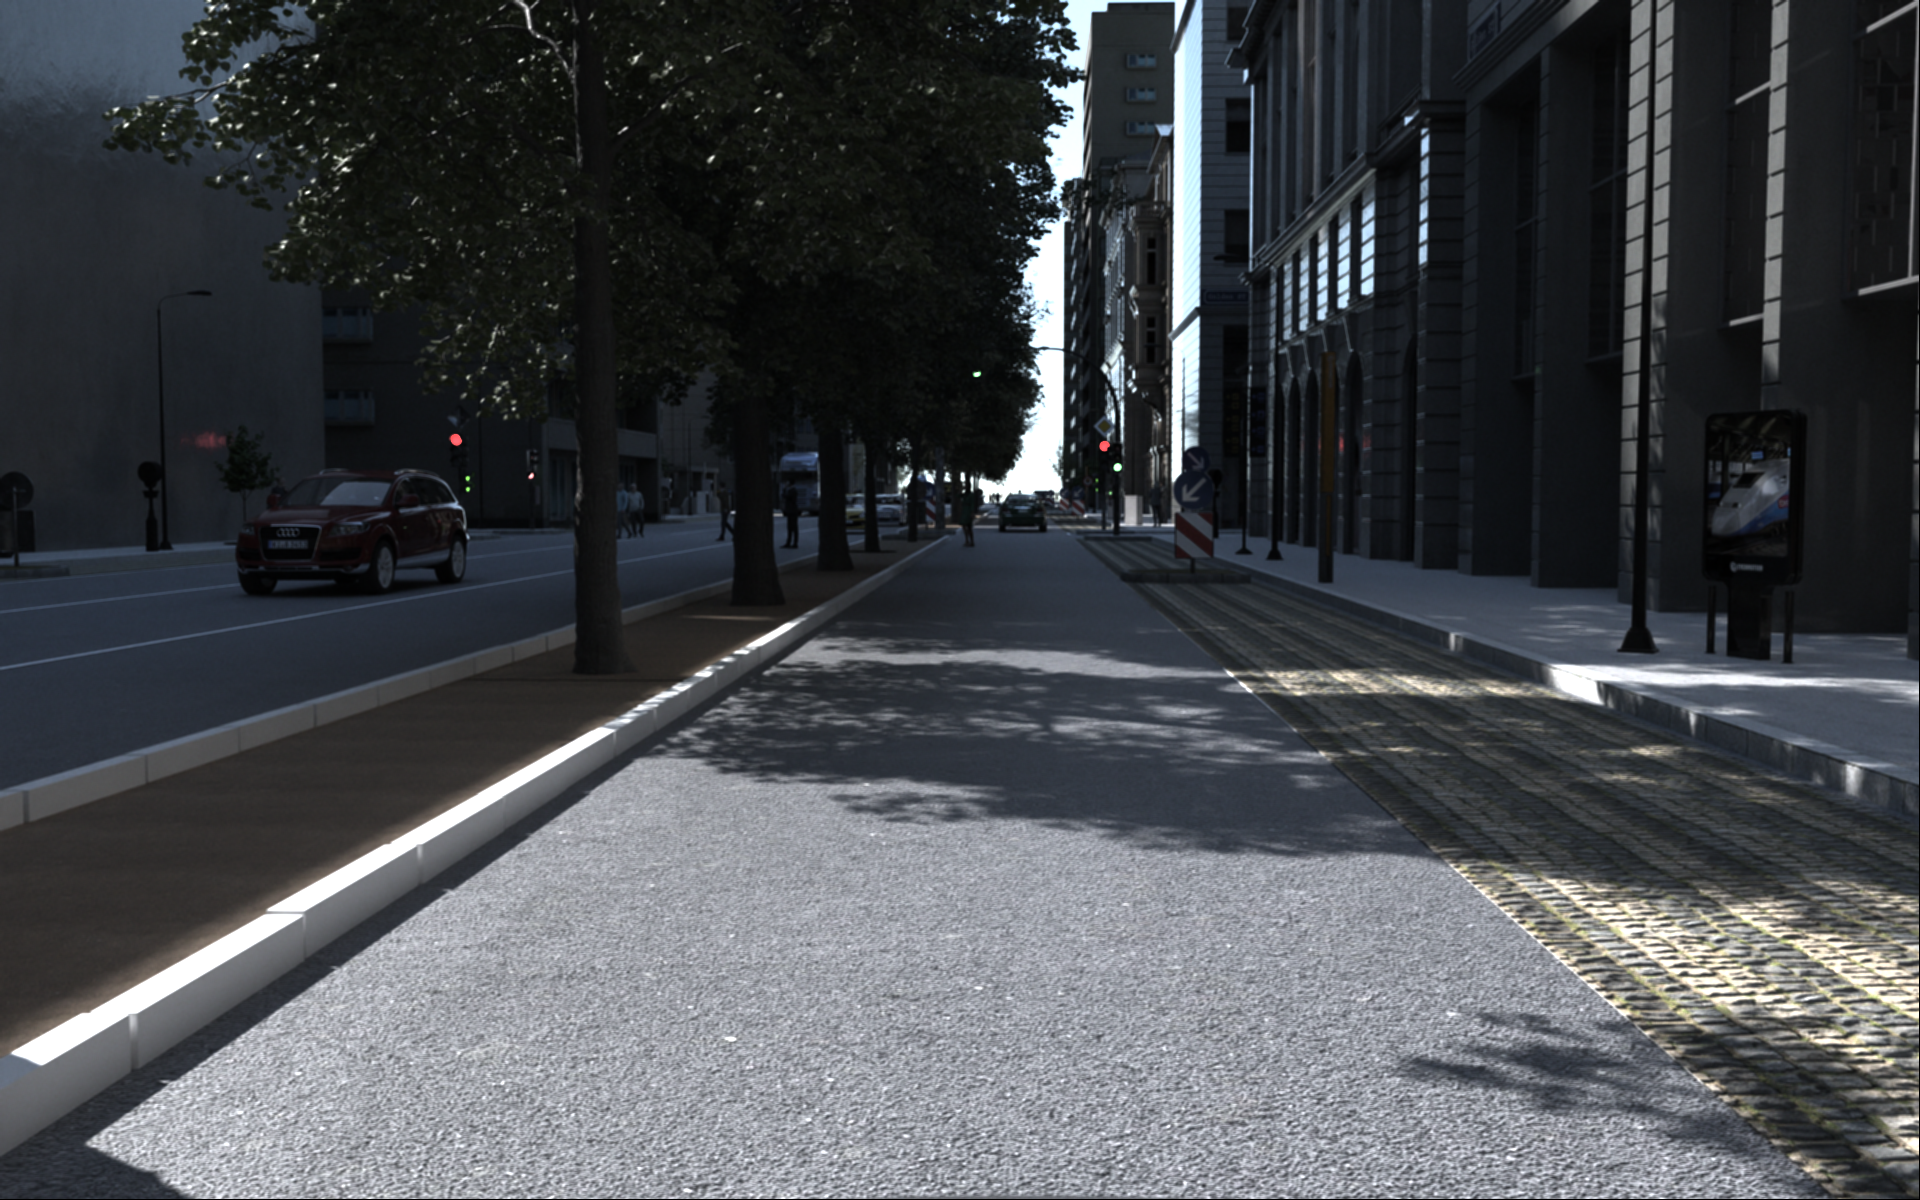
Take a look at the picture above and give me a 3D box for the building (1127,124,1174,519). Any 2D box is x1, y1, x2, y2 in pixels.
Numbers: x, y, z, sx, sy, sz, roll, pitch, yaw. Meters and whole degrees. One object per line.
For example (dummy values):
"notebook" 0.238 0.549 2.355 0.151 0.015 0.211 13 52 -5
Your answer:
"building" 16.407 -16.792 93.638 14.460 24.649 34.723 0 4 2

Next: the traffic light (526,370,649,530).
"traffic light" -13.336 -5.366 62.395 4.771 5.953 1.251 0 4 2

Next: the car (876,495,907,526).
"car" -3.311 -4.063 78.428 2.014 1.417 4.499 0 4 0

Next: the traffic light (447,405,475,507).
"traffic light" -15.712 -4.008 54.454 0.839 4.253 0.868 0 4 2

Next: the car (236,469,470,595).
"car" -9.131 -1.084 26.399 2.281 1.827 5.304 0 4 2

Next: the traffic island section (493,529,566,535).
"traffic island section" -15.469 -2.464 62.570 2.009 0.180 2.903 0 4 2

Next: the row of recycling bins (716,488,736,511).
"row of recycling bins" -16.748 -7.415 128.344 3.534 1.692 1.069 -1 4 -10

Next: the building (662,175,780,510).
"building" -24.595 -44.602 167.495 20.563 71.187 20.611 0 4 2

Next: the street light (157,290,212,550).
"street light" -17.705 -4.099 39.566 1.470 5.913 1.316 0 4 2

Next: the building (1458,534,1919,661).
"building" 12.912 -14.357 12.229 11.434 29.767 29.804 0 4 2

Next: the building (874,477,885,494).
"building" -22.081 -50.449 263.093 20.563 71.187 20.611 0 4 2

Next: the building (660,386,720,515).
"building" -32.507 -25.604 110.511 32.217 40.220 23.993 0 4 2

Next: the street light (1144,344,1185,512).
"street light" 6.360 -4.955 53.559 1.470 5.913 1.316 0 4 2

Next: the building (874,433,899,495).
"building" -17.535 -36.549 281.174 14.154 41.232 14.086 0 4 2

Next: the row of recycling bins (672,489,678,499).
"row of recycling bins" -22.732 -7.571 130.895 3.534 1.692 1.069 -2 4 -33

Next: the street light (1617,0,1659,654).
"street light" 4.984 -2.533 13.953 1.470 5.913 1.316 0 4 2

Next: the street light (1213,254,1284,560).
"street light" 5.593 -3.736 33.619 1.470 5.913 1.316 0 4 2

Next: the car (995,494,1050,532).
"car" 2.413 -3.360 66.741 2.131 1.459 4.920 0 4 2

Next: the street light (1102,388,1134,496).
"street light" 7.037 -6.312 75.743 1.470 5.913 1.316 0 4 2

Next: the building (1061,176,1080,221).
"building" 30.997 -42.292 280.715 28.713 52.752 27.495 0 4 2

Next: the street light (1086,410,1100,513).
"street light" 7.823 -7.515 95.404 1.470 5.913 1.316 0 4 2

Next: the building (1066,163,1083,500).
"building" 26.661 -37.797 237.591 23.786 49.044 30.456 0 4 2

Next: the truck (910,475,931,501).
"truck" -5.724 -15.969 250.850 2.967 4.110 18.799 0 4 1

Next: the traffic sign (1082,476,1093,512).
"traffic sign" 8.929 -7.394 120.991 0.768 2.556 0.104 0 4 7

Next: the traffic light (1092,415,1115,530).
"traffic light" 5.119 -4.453 61.727 0.839 4.253 0.868 0 4 2

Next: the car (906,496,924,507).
"car" -4.213 -8.898 158.069 1.945 1.354 3.894 0 4 3

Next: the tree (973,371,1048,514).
"tree" 1.026 -12.886 123.508 12.009 13.543 11.850 0 3 0

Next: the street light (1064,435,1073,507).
"street light" 9.155 -10.014 136.277 1.470 5.913 1.316 0 4 2

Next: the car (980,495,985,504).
"car" 2.553 -14.361 247.160 2.083 1.381 4.827 0 4 2

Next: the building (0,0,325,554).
"building" -37.028 -14.653 44.100 34.151 26.468 19.350 0 4 2

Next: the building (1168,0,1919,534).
"building" 23.434 -17.651 66.092 29.804 29.767 11.434 0 4 2

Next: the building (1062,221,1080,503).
"building" 22.472 -35.291 260.602 14.154 41.232 14.086 0 4 2

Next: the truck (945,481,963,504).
"truck" -1.069 -16.259 261.753 3.469 3.379 9.791 0 4 3

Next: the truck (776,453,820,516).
"truck" -9.900 -7.849 118.096 2.967 4.110 18.799 0 4 2

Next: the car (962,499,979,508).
"car" 1.098 -10.808 185.505 1.959 1.807 4.718 0 4 4

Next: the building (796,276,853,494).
"building" -23.871 -39.800 192.725 21.231 58.520 28.212 0 4 2

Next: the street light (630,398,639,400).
"street light" -16.107 -6.769 83.218 1.470 5.913 1.316 0 4 2

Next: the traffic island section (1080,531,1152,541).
"traffic island section" 4.877 -1.931 53.859 2.009 0.180 2.903 0 4 2

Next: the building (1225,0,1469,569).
"building" 14.147 -12.132 40.151 13.314 21.916 24.055 0 4 2

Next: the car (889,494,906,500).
"car" -5.690 -8.597 150.787 2.015 1.641 3.980 0 4 3

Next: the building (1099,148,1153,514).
"building" 16.671 -19.957 123.564 12.463 27.353 25.104 0 4 2

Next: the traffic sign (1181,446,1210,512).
"traffic sign" 6.289 -2.822 46.241 0.768 2.556 0.104 0 4 6

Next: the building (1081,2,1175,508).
"building" 22.942 -33.323 168.536 21.300 48.544 21.600 0 4 2

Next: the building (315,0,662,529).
"building" -25.561 -27.475 72.923 21.300 48.544 21.600 0 4 2

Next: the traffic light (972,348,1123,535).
"traffic light" 2.744 -4.833 53.679 4.771 5.953 1.251 0 4 2

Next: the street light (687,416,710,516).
"street light" -15.540 -7.981 103.024 1.470 5.913 1.316 0 4 2

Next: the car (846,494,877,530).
"car" -4.008 -3.251 63.374 2.015 1.641 3.980 0 4 2

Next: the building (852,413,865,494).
"building" -22.946 -56.520 236.775 22.319 86.520 31.000 0 4 2

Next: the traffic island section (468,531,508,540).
"traffic island section" -15.751 -1.976 54.590 2.009 0.180 2.903 0 4 2

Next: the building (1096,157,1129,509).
"building" 18.866 -23.207 151.140 14.160 30.474 14.107 0 4 2

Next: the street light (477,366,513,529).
"street light" -16.894 -5.526 62.894 1.470 5.913 1.316 0 4 2

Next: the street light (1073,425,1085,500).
"street light" 8.509 -8.809 116.566 1.470 5.913 1.316 0 4 2

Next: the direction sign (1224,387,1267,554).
"direction sign" 6.061 -2.744 36.868 0.876 3.537 0.379 1 4 13

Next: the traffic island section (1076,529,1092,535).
"traffic island section" 5.159 -2.420 61.840 2.009 0.180 2.903 0 4 2
